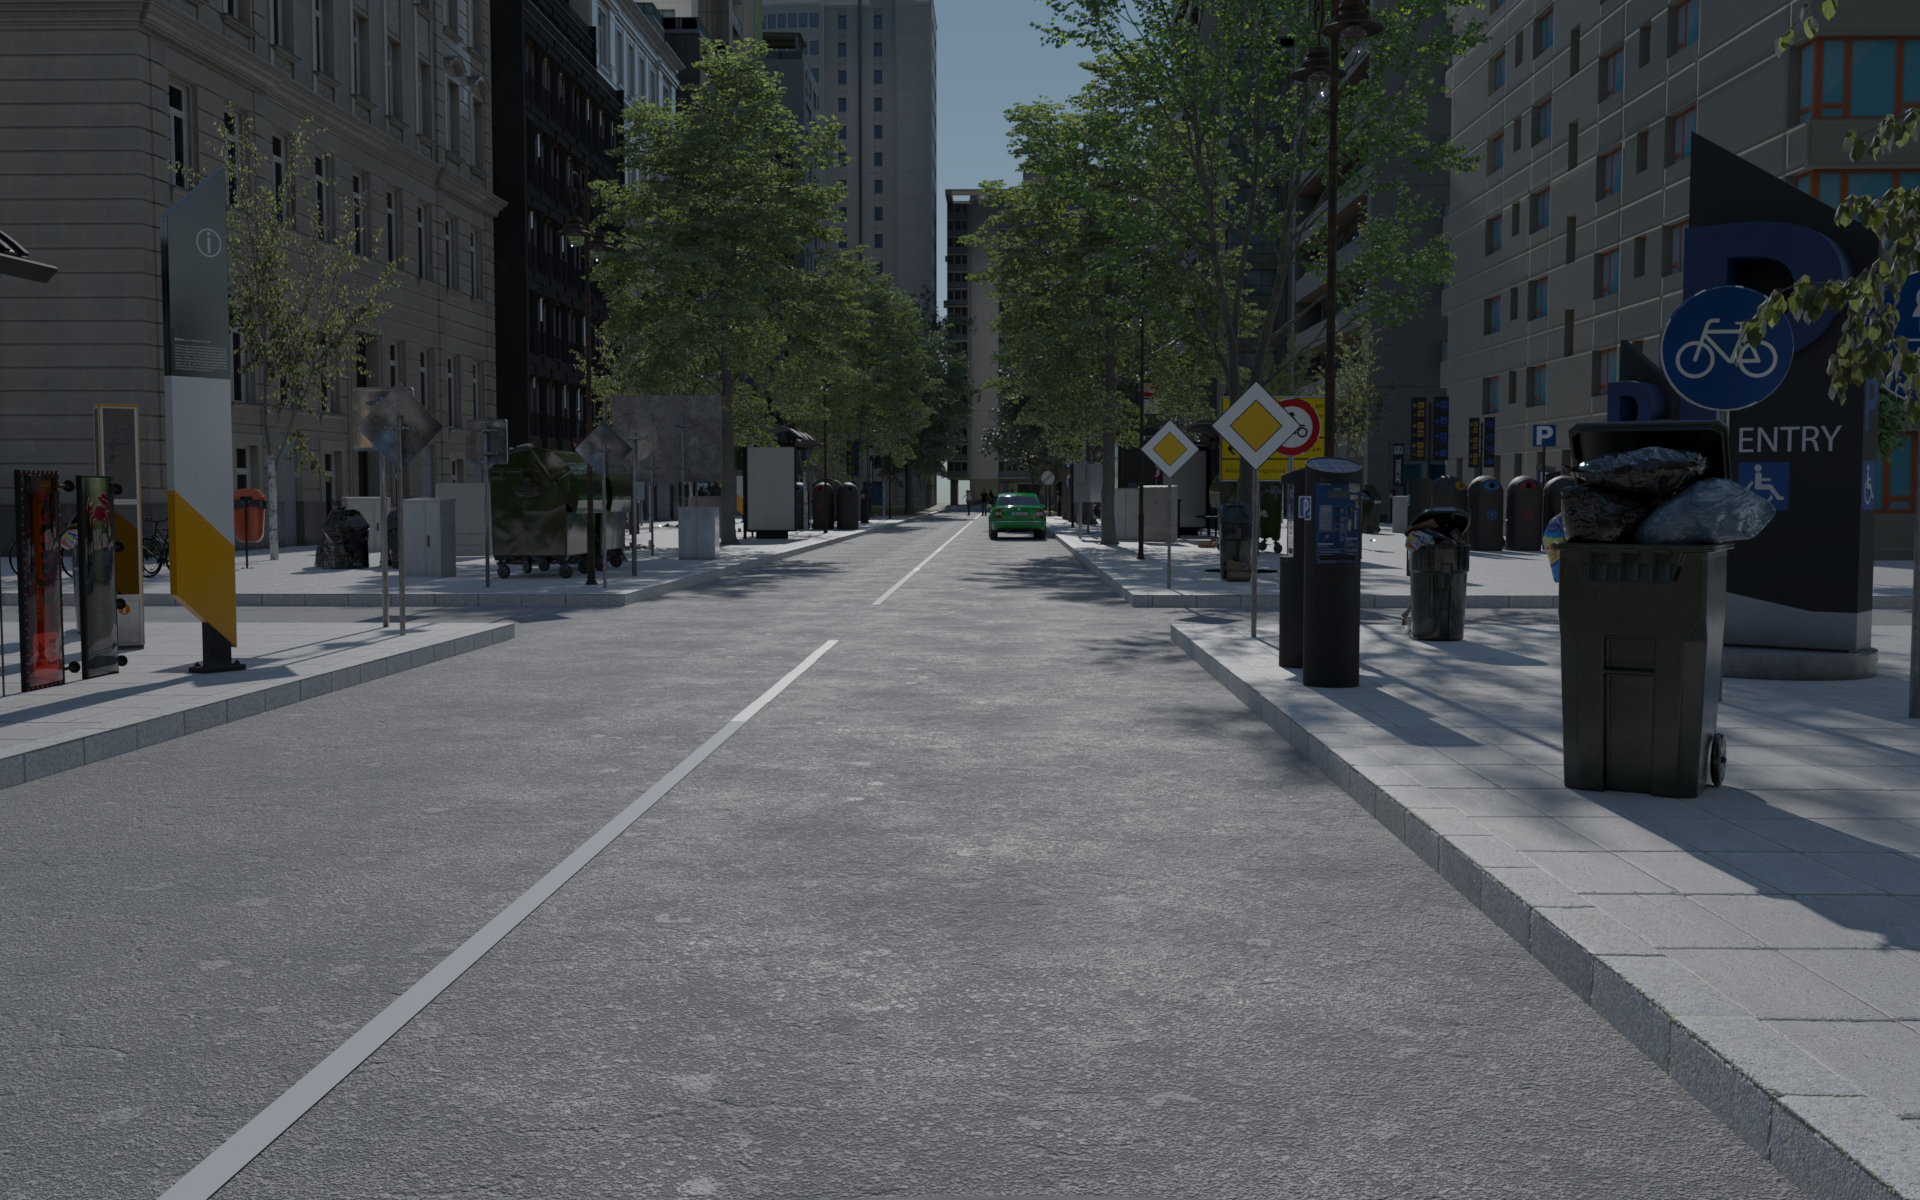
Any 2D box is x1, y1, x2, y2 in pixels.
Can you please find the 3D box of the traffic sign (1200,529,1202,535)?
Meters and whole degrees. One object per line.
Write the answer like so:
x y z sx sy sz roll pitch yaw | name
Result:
7.582 -3.328 54.415 0.884 2.594 0.081 0 4 2 | traffic sign

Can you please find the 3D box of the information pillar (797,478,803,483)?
-7.165 -4.453 77.302 0.304 2.012 0.304 3 4 38 | information pillar

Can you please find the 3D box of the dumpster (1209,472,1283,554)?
6.351 -2.179 38.116 1.502 2.255 1.985 0 4 2 | dumpster

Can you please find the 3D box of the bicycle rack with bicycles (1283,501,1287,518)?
16.538 -4.698 90.194 2.852 0.926 2.925 -2 4 -28 | bicycle rack with bicycles

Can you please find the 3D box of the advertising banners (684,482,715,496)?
-13.290 -5.593 87.637 2.074 3.025 0.090 2 4 27 | advertising banners

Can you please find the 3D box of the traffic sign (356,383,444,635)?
-5.061 -0.736 15.677 0.795 2.450 0.064 0 4 1 | traffic sign

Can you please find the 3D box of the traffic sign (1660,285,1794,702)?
4.678 -0.645 10.654 0.768 2.556 0.104 1 4 10 | traffic sign

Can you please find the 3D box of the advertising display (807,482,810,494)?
-6.911 -4.462 78.160 0.123 1.923 0.974 -1 4 -13 | advertising display

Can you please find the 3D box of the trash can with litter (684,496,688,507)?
-11.175 -3.499 68.261 1.678 1.210 2.233 2 4 28 | trash can with litter

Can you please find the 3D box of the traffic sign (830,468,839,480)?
-5.714 -4.679 77.679 0.795 2.450 0.064 0 4 7 | traffic sign

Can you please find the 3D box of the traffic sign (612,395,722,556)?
-6.026 -2.555 35.643 2.265 3.308 0.079 0 4 2 | traffic sign

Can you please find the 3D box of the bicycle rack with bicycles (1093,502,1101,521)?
6.838 -4.230 82.544 2.852 0.926 2.925 0 4 -5 | bicycle rack with bicycles

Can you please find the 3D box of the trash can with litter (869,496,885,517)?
-5.447 -5.229 96.550 2.233 1.210 1.678 2 4 31 | trash can with litter

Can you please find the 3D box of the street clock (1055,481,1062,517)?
5.684 -5.778 99.041 0.471 2.002 0.358 0 4 -4 | street clock

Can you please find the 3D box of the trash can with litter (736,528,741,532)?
-6.853 -2.899 58.453 2.233 1.210 1.678 -2 4 -28 | trash can with litter

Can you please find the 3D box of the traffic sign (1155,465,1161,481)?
7.459 -4.093 67.020 0.768 2.556 0.104 1 4 9 | traffic sign

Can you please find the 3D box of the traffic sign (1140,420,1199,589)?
2.832 -1.211 23.445 0.795 2.450 0.064 0 4 1 | traffic sign

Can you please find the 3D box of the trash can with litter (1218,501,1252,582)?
4.159 -0.872 25.648 0.624 1.170 1.055 0 4 2 | trash can with litter

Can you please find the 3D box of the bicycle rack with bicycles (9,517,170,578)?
-12.780 -0.827 26.902 2.925 0.926 2.852 2 4 24 | bicycle rack with bicycles

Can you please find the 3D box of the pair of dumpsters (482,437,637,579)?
-6.462 -1.571 28.187 1.574 2.255 4.437 0 4 1 | pair of dumpsters

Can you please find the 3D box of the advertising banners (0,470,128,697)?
-6.055 -0.930 11.386 0.090 3.025 2.074 0 4 0 | advertising banners

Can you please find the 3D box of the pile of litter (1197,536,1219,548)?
6.237 -1.669 41.253 1.176 0.858 1.719 0 4 2 | pile of litter

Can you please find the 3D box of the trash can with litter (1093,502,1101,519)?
7.338 -4.781 89.223 2.233 1.210 1.678 2 4 28 | trash can with litter

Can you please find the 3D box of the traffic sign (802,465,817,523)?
-6.521 -4.625 75.731 0.768 2.556 0.104 1 4 9 | traffic sign

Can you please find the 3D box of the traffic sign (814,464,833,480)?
-5.549 -4.295 70.329 0.768 2.556 0.104 0 4 3 | traffic sign

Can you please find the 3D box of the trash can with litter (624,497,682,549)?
-7.628 -1.825 40.889 1.678 1.210 2.233 -1 4 -17 | trash can with litter

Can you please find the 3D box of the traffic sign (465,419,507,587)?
-6.495 -1.323 23.764 0.606 2.300 0.079 1 4 11 | traffic sign

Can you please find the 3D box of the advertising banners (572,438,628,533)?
-11.365 -3.579 54.697 0.090 3.025 2.074 3 5 42 | advertising banners

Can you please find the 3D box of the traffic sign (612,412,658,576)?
-5.085 -1.643 26.975 0.768 2.556 0.104 0 4 8 | traffic sign

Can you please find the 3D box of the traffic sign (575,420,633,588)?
-4.859 -1.224 23.660 0.795 2.450 0.064 0 4 1 | traffic sign

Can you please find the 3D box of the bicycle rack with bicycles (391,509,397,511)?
-13.181 -1.718 41.469 2.852 0.926 2.925 1 4 18 | bicycle rack with bicycles

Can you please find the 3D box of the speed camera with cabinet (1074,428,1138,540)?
4.160 -3.361 49.283 0.660 3.252 2.038 -3 5 -43 | speed camera with cabinet

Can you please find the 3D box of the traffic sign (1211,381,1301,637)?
2.630 -0.723 15.463 0.795 2.450 0.064 0 4 1 | traffic sign

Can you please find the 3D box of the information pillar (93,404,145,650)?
-6.937 -0.599 14.292 0.304 2.012 0.304 -2 4 -33 | information pillar

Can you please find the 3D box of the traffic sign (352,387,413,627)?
-5.534 -0.887 16.636 0.606 2.300 0.079 0 4 5 | traffic sign

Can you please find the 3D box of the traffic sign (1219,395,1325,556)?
6.510 -2.568 35.855 2.265 3.308 0.079 0 4 3 | traffic sign

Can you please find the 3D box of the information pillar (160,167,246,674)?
-5.415 -1.284 12.352 0.183 3.616 0.504 2 4 31 | information pillar

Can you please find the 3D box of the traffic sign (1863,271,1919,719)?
5.485 -0.596 9.852 0.768 2.556 0.104 0 4 7 | traffic sign

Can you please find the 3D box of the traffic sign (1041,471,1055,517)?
4.857 -5.848 95.721 0.768 2.556 0.104 0 4 8 | traffic sign

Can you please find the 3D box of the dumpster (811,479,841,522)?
-4.960 -3.651 65.447 1.264 1.857 1.865 0 4 1 | dumpster

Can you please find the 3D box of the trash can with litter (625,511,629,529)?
-12.310 -3.184 63.454 0.624 1.170 1.055 -2 4 -31 | trash can with litter

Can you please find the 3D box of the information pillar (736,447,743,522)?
-9.886 -5.337 78.614 0.504 3.616 0.183 0 4 -6 | information pillar

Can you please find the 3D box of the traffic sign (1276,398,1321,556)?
4.402 -1.405 23.072 0.768 2.556 0.104 0 4 5 | traffic sign

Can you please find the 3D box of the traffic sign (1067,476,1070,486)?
6.096 -5.697 95.270 0.606 2.300 0.079 0 4 5 | traffic sign

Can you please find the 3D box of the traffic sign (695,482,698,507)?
-5.498 -2.083 36.179 0.606 2.300 0.079 1 4 11 | traffic sign

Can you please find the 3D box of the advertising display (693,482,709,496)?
-13.908 -5.375 93.090 0.123 1.923 0.974 3 5 43 | advertising display

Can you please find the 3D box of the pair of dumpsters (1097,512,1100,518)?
8.125 -5.633 94.600 1.574 2.255 4.437 0 4 1 | pair of dumpsters
